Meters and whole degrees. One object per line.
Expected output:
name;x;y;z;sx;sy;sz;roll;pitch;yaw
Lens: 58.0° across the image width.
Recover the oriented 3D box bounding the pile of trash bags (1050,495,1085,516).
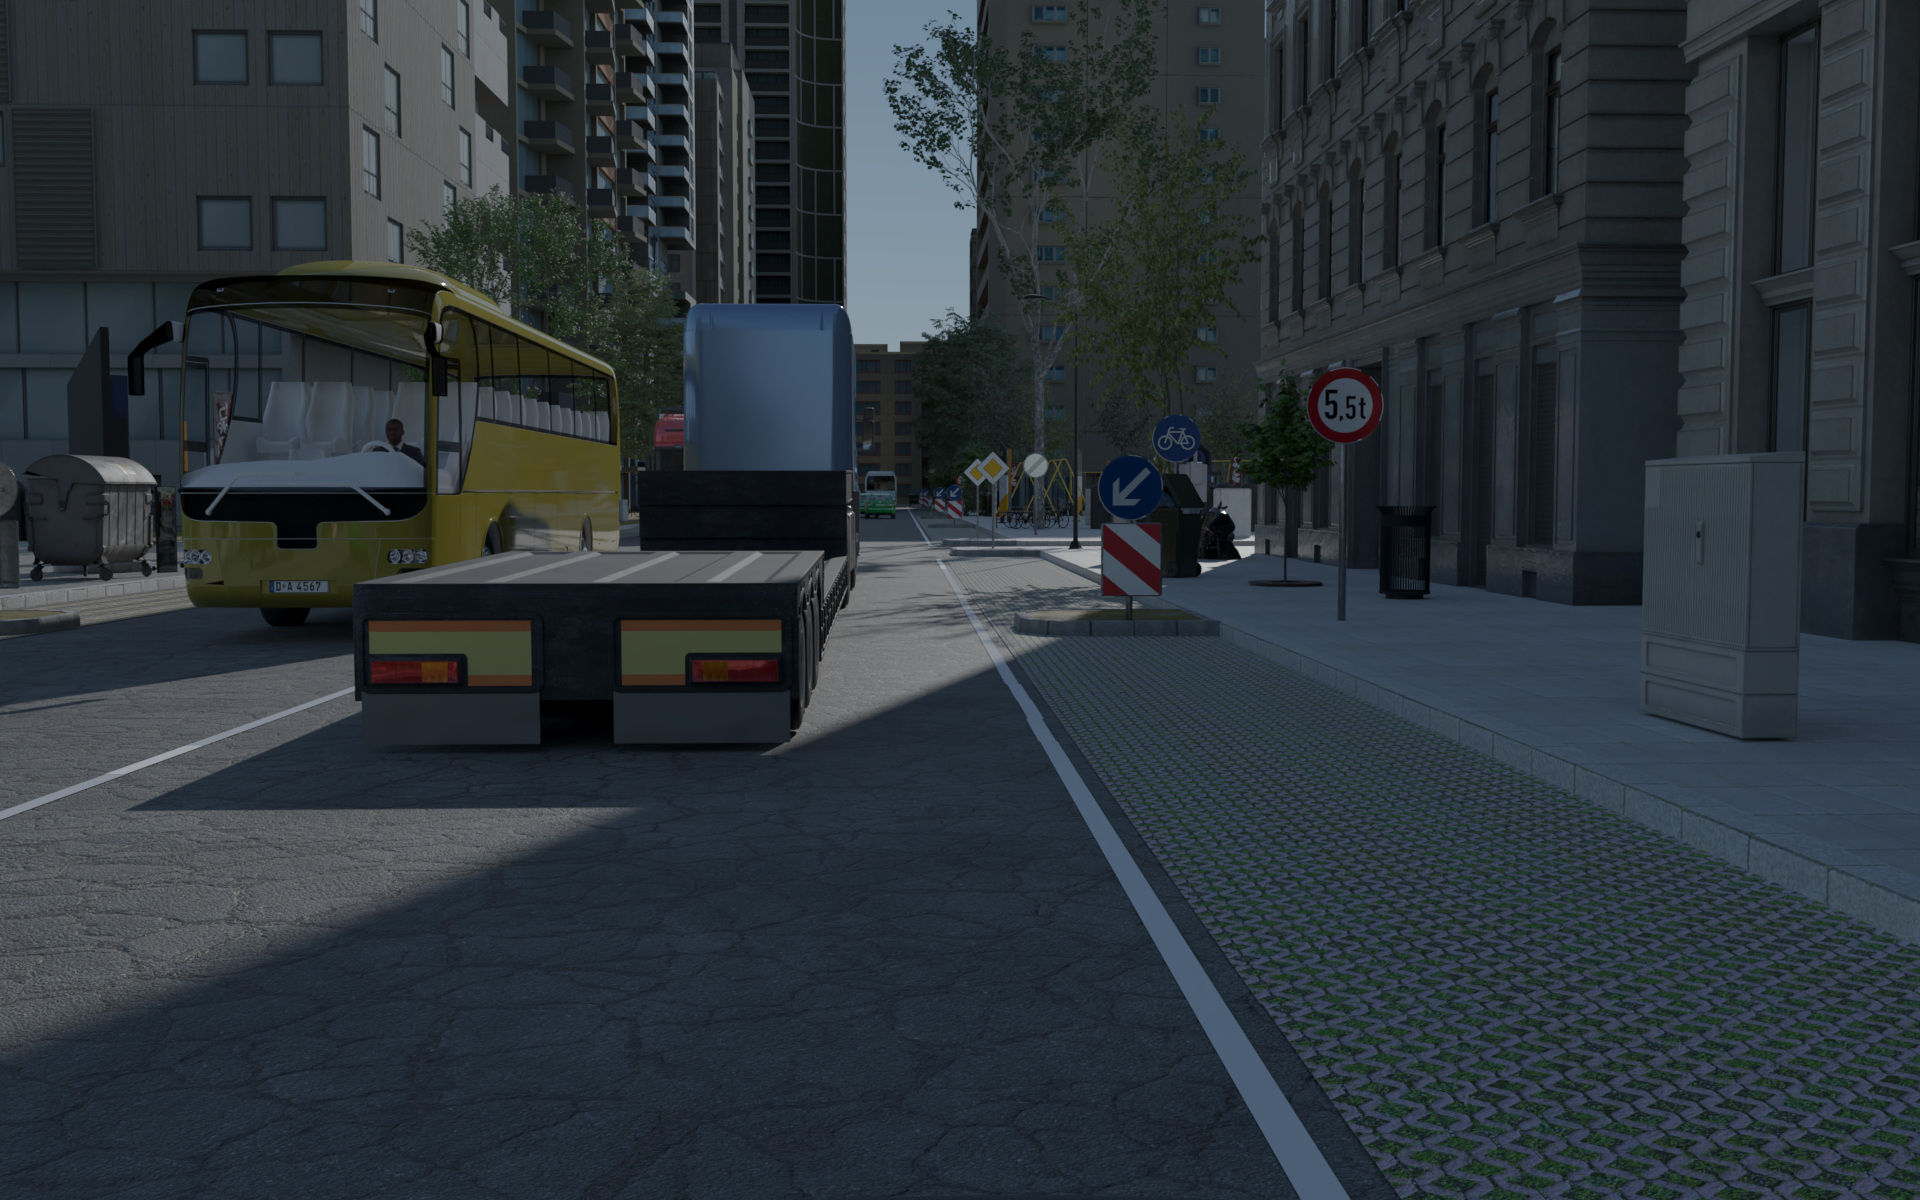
pile of trash bags;6.485;-5.649;102.105;1.912;1.369;3.447;1;4;17

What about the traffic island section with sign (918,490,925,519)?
traffic island section with sign;-1.300;-5.633;100.724;1.989;1.847;2.006;0;4;-2

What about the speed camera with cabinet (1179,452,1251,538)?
speed camera with cabinet;7.470;-3.446;50.685;2.038;3.252;0.660;-1;4;-12

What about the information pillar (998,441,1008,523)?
information pillar;1.911;-5.180;76.044;0.183;3.616;0.504;-3;5;-41

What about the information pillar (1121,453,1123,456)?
information pillar;9.304;-6.642;99.949;0.183;3.616;0.504;-1;4;-21

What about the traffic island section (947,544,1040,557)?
traffic island section;0.797;-1.133;40.800;2.009;0.180;2.903;0;4;-2

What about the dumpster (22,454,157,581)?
dumpster;-13.115;-1.246;26.134;1.264;1.857;1.865;0;4;-2

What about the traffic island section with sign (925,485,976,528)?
traffic island section with sign;-0.360;-3.985;73.785;1.989;1.847;2.006;0;4;-2

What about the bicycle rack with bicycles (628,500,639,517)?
bicycle rack with bicycles;-17.252;-5.140;97.422;2.925;0.926;2.852;3;5;44

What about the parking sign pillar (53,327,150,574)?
parking sign pillar;-14.179;-2.449;28.512;1.447;3.967;1.447;3;5;40

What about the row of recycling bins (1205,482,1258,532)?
row of recycling bins;10.351;-3.188;59.243;3.534;1.692;1.069;-1;4;-10

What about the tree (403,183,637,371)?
tree;-14.748;-8.022;56.915;9.928;11.665;9.643;0;3;0

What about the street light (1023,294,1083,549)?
street light;2.171;-4.154;40.464;1.470;5.913;1.316;0;4;-2

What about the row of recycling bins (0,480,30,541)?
row of recycling bins;-24.610;-2.465;47.422;3.534;1.692;1.069;0;4;-3

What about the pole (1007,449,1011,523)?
pole;2.208;-5.133;77.760;0.158;3.312;0.155;0;3;0

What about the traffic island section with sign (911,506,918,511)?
traffic island section with sign;-3.092;-8.743;151.574;1.989;1.847;2.006;0;4;-2

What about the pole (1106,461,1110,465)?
pole;9.032;-6.852;105.873;0.158;3.312;0.155;0;3;0

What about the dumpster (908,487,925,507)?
dumpster;-4.926;-11.815;198.124;1.985;2.255;1.502;0;4;-3

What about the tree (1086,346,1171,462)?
tree;8.021;-8.188;84.241;4.360;8.622;3.978;0;3;0

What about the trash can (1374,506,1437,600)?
trash can;5.460;-0.587;21.245;0.748;1.137;0.748;0;3;0

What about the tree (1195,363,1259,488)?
tree;15.285;-9.045;98.240;4.360;8.622;3.978;0;3;0

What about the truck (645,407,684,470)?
truck;-8.613;-4.233;58.128;2.839;4.237;11.283;0;4;-4

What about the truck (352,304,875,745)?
truck;-2.485;-1.774;18.766;2.967;4.110;18.799;0;4;-2

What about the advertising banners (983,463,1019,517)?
advertising banners;2.298;-6.197;97.513;2.074;3.025;0.090;1;4;16

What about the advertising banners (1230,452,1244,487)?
advertising banners;10.304;-4.472;69.300;2.074;3.025;0.090;1;4;12

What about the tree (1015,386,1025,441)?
tree;5.267;-9.669;108.447;4.737;8.622;4.395;0;3;0

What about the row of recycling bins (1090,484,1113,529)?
row of recycling bins;5.984;-3.525;64.742;1.069;1.692;3.534;3;4;37

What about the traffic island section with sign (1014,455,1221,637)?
traffic island section with sign;1.590;-0.589;18.250;1.989;1.847;2.006;0;4;-2

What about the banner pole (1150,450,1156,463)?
banner pole;11.613;-6.948;103.619;0.401;3.779;0.863;2;4;24

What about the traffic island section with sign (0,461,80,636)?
traffic island section with sign;-10.431;-0.578;18.078;1.989;1.847;2.006;0;4;-2

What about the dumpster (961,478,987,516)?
dumpster;0.806;-5.977;100.224;1.502;2.255;1.985;0;4;-2

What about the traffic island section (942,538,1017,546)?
traffic island section;0.517;-1.621;48.780;2.009;0.180;2.903;0;4;-2

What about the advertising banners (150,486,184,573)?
advertising banners;-12.767;-2.001;28.899;0.090;3.025;2.074;1;4;15

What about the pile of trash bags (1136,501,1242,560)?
pile of trash bags;4.476;-1.556;35.196;1.912;1.369;3.447;0;4;-5

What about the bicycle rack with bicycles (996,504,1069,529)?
bicycle rack with bicycles;2.722;-3.133;64.612;2.925;0.926;2.852;-1;4;-22

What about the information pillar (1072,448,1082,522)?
information pillar;5.479;-5.470;80.791;0.504;3.616;0.183;-3;5;-39

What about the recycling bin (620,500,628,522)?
recycling bin;-15.816;-4.134;80.147;0.722;1.027;0.722;0;4;4

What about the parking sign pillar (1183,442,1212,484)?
parking sign pillar;10.316;-5.315;75.378;1.447;3.967;1.447;-3;5;-41

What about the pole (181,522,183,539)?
pole;-21.833;-3.358;48.740;0.158;3.312;0.155;0;3;0

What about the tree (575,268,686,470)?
tree;-16.086;-10.357;87.469;7.486;12.596;7.792;0;3;0

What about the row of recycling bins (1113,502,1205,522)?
row of recycling bins;7.428;-3.354;61.944;3.534;1.692;1.069;0;4;-7
